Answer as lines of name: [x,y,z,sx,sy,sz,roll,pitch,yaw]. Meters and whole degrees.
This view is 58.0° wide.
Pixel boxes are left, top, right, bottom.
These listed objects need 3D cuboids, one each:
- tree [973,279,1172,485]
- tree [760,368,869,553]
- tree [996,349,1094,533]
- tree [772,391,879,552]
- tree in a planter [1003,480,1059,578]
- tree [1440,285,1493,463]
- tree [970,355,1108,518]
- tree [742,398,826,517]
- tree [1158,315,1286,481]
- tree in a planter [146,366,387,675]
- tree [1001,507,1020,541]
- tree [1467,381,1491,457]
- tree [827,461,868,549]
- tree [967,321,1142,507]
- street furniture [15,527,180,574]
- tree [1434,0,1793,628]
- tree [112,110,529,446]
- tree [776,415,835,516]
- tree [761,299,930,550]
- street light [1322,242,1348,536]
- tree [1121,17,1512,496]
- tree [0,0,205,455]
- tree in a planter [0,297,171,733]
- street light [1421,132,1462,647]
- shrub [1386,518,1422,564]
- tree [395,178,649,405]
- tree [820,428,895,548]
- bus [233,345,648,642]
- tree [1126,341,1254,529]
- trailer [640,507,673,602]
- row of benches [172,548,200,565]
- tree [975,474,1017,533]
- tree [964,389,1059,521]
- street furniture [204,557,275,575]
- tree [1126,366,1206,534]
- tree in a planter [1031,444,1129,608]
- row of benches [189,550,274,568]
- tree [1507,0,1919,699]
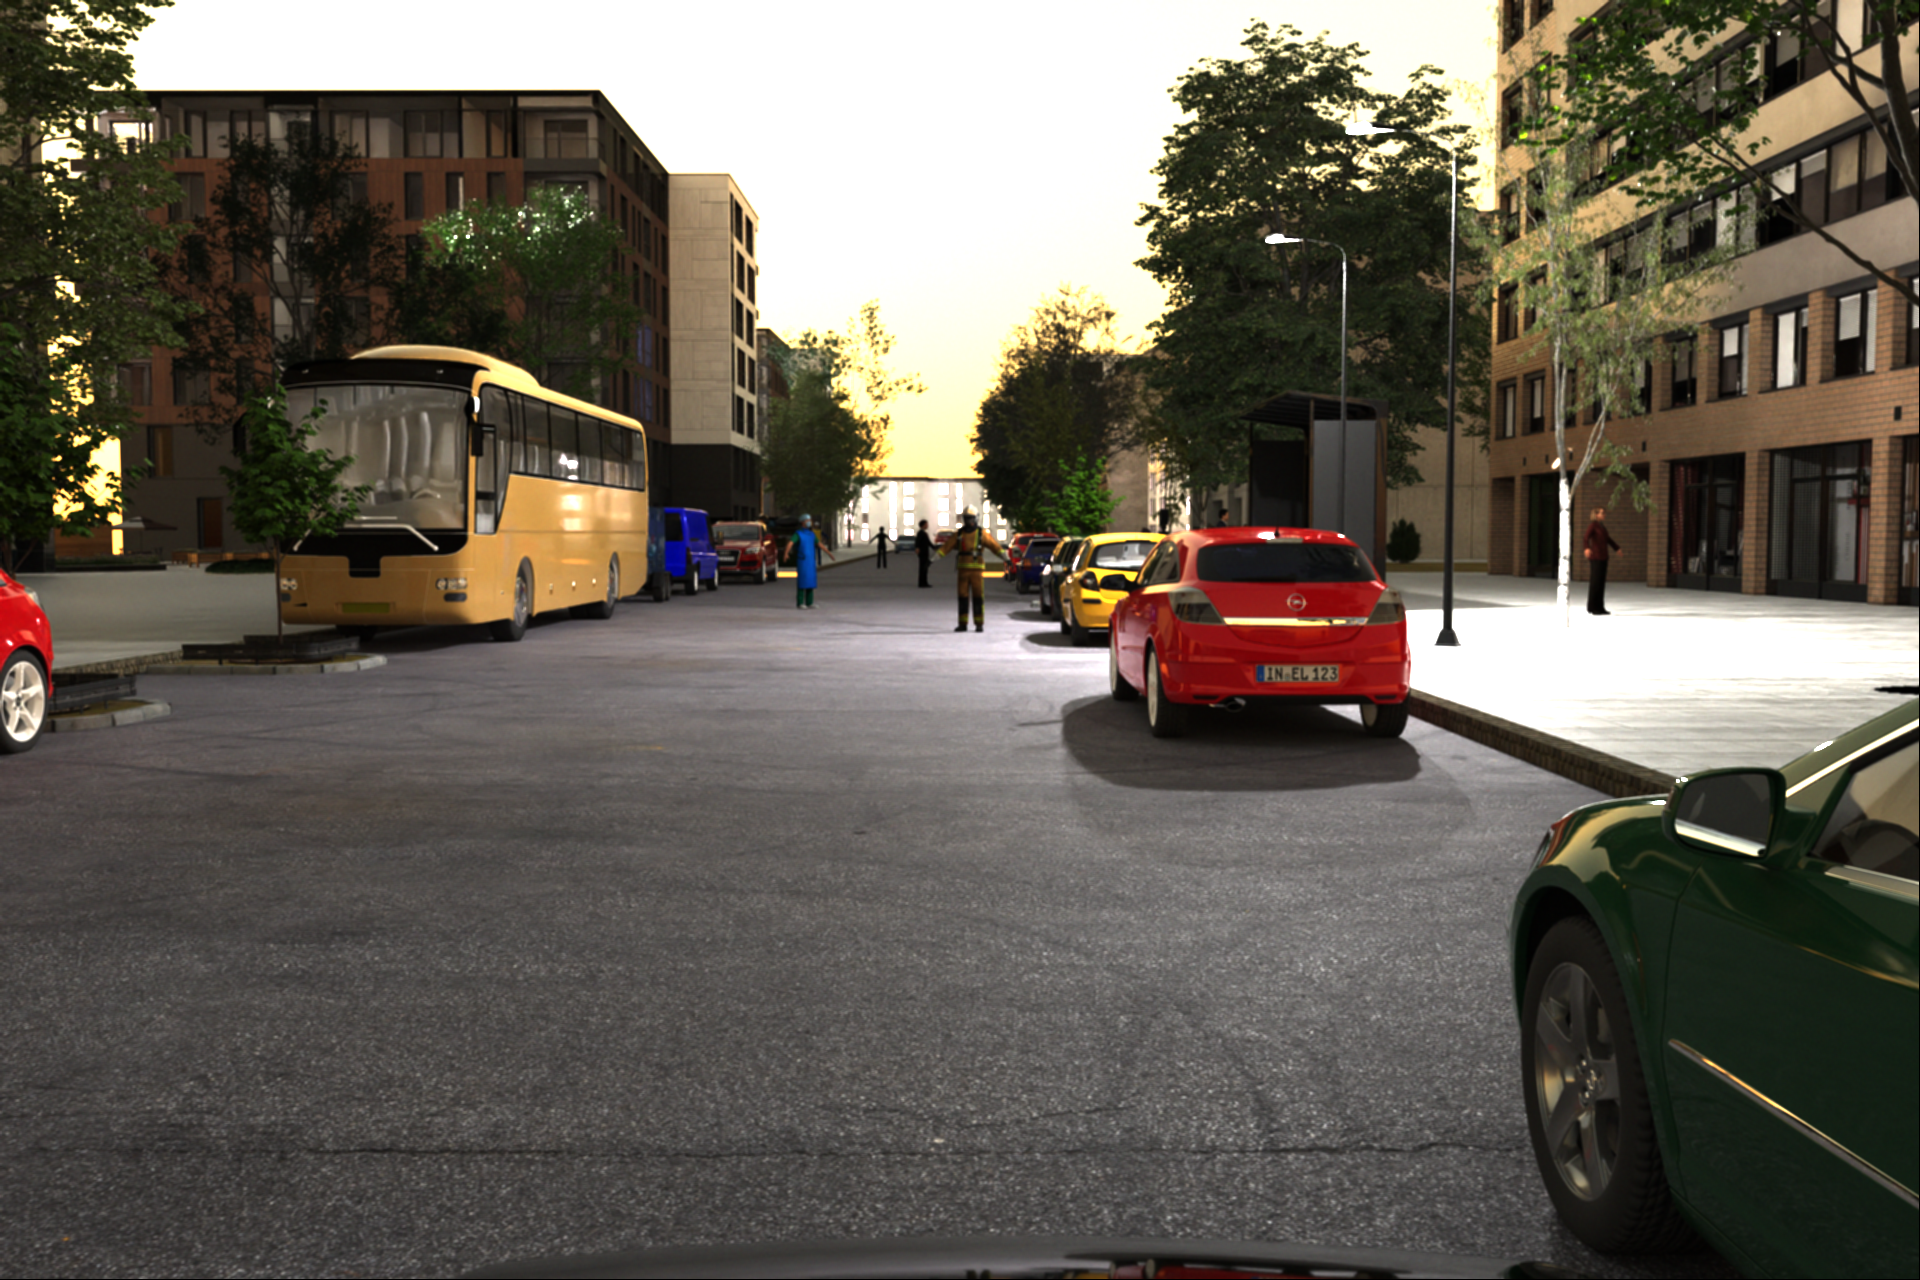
tree: [5.704,-10.579,83.333,12.009,13.543,11.850,0,3,0]
tree: [-10.182,-12.286,119.009,7.486,12.596,7.792,0,3,0]
tree: [3.527,-7.205,68.163,4.737,8.622,4.395,0,3,0]
tree: [-9.717,-12.333,127.392,9.928,11.665,9.643,0,3,0]
tree in a planter: [2.407,-3.655,56.981,1.991,3.239,1.994,0,4,1]
tree: [21.722,-8.472,64.269,9.928,11.665,9.643,0,3,0]
tree: [5.407,-12.862,116.954,9.857,13.997,8.962,0,3,0]
tree: [-10.183,-8.808,94.366,4.360,8.622,3.978,0,3,0]
tree: [11.371,-8.097,66.805,7.601,10.594,8.767,2,4,25]
tree in a planter: [-7.318,-1.304,18.546,1.991,3.239,1.994,0,4,0]
tree: [4.925,-13.036,163.503,4.737,8.622,4.395,0,3,0]
tree: [25.748,-8.495,73.303,8.767,10.594,7.601,1,4,19]
tree: [-10.348,-12.296,151.403,4.737,8.622,4.395,0,3,0]
tree: [5.223,-11.559,99.364,12.009,13.543,11.850,0,3,0]
street furniture: [-31.177,-3.247,59.941,9.812,1.723,11.010,2,4,26]
tree: [8.096,-4.478,23.580,4.360,8.622,3.978,0,3,0]
tree: [-13.742,-6.335,37.991,8.767,10.594,7.601,-2,4,-31]
tree: [-9.778,-9.614,107.554,4.360,8.622,3.978,0,3,0]
tree: [-9.277,-17.346,139.490,12.611,20.169,13.585,0,3,0]
street light: [6.506,-3.326,26.928,1.470,5.913,1.316,0,3,0]
tree: [8.579,-8.316,42.625,9.857,13.997,8.962,0,3,0]
tree: [-13.473,-6.280,20.797,7.486,12.596,7.792,0,3,0]
tree in a planter: [-7.285,-0.979,13.235,1.991,3.239,1.994,0,4,1]
street light: [6.126,-2.882,19.661,1.470,5.913,1.316,0,4,0]
shrub: [19.280,-4.336,75.310,1.690,2.028,1.600,0,3,0]
tree: [-12.759,-7.630,50.500,9.928,11.665,9.643,0,3,0]
tree: [-10.331,-14.561,163.831,9.928,11.665,9.643,0,3,0]
bus: [-7.062,-2.125,26.297,2.896,3.916,12.252,0,4,0]
tree: [7.693,-6.454,55.882,4.737,8.622,4.395,0,3,0]
trailer: [-6.930,-1.770,35.989,1.471,1.999,3.904,0,3,0]
row of benches: [-33.093,-3.590,74.157,1.422,0.672,4.104,-1,4,-15]
tree: [4.832,-13.402,153.527,8.767,10.594,7.601,3,4,38]
tree: [5.075,-13.768,131.756,9.857,13.997,8.962,0,3,0]
street furniture: [-20.813,-2.675,59.357,10.072,0.657,5.734,-3,4,-36]
tree: [8.796,-7.586,74.399,4.360,8.622,3.978,0,3,0]
tree in a planter: [2.417,-2.268,34.299,1.991,3.239,1.994,0,4,1]
row of benches: [-28.036,-3.177,67.402,1.422,0.672,4.104,3,4,39]
tree: [7.898,-5.370,13.556,9.928,11.665,9.643,0,3,0]
